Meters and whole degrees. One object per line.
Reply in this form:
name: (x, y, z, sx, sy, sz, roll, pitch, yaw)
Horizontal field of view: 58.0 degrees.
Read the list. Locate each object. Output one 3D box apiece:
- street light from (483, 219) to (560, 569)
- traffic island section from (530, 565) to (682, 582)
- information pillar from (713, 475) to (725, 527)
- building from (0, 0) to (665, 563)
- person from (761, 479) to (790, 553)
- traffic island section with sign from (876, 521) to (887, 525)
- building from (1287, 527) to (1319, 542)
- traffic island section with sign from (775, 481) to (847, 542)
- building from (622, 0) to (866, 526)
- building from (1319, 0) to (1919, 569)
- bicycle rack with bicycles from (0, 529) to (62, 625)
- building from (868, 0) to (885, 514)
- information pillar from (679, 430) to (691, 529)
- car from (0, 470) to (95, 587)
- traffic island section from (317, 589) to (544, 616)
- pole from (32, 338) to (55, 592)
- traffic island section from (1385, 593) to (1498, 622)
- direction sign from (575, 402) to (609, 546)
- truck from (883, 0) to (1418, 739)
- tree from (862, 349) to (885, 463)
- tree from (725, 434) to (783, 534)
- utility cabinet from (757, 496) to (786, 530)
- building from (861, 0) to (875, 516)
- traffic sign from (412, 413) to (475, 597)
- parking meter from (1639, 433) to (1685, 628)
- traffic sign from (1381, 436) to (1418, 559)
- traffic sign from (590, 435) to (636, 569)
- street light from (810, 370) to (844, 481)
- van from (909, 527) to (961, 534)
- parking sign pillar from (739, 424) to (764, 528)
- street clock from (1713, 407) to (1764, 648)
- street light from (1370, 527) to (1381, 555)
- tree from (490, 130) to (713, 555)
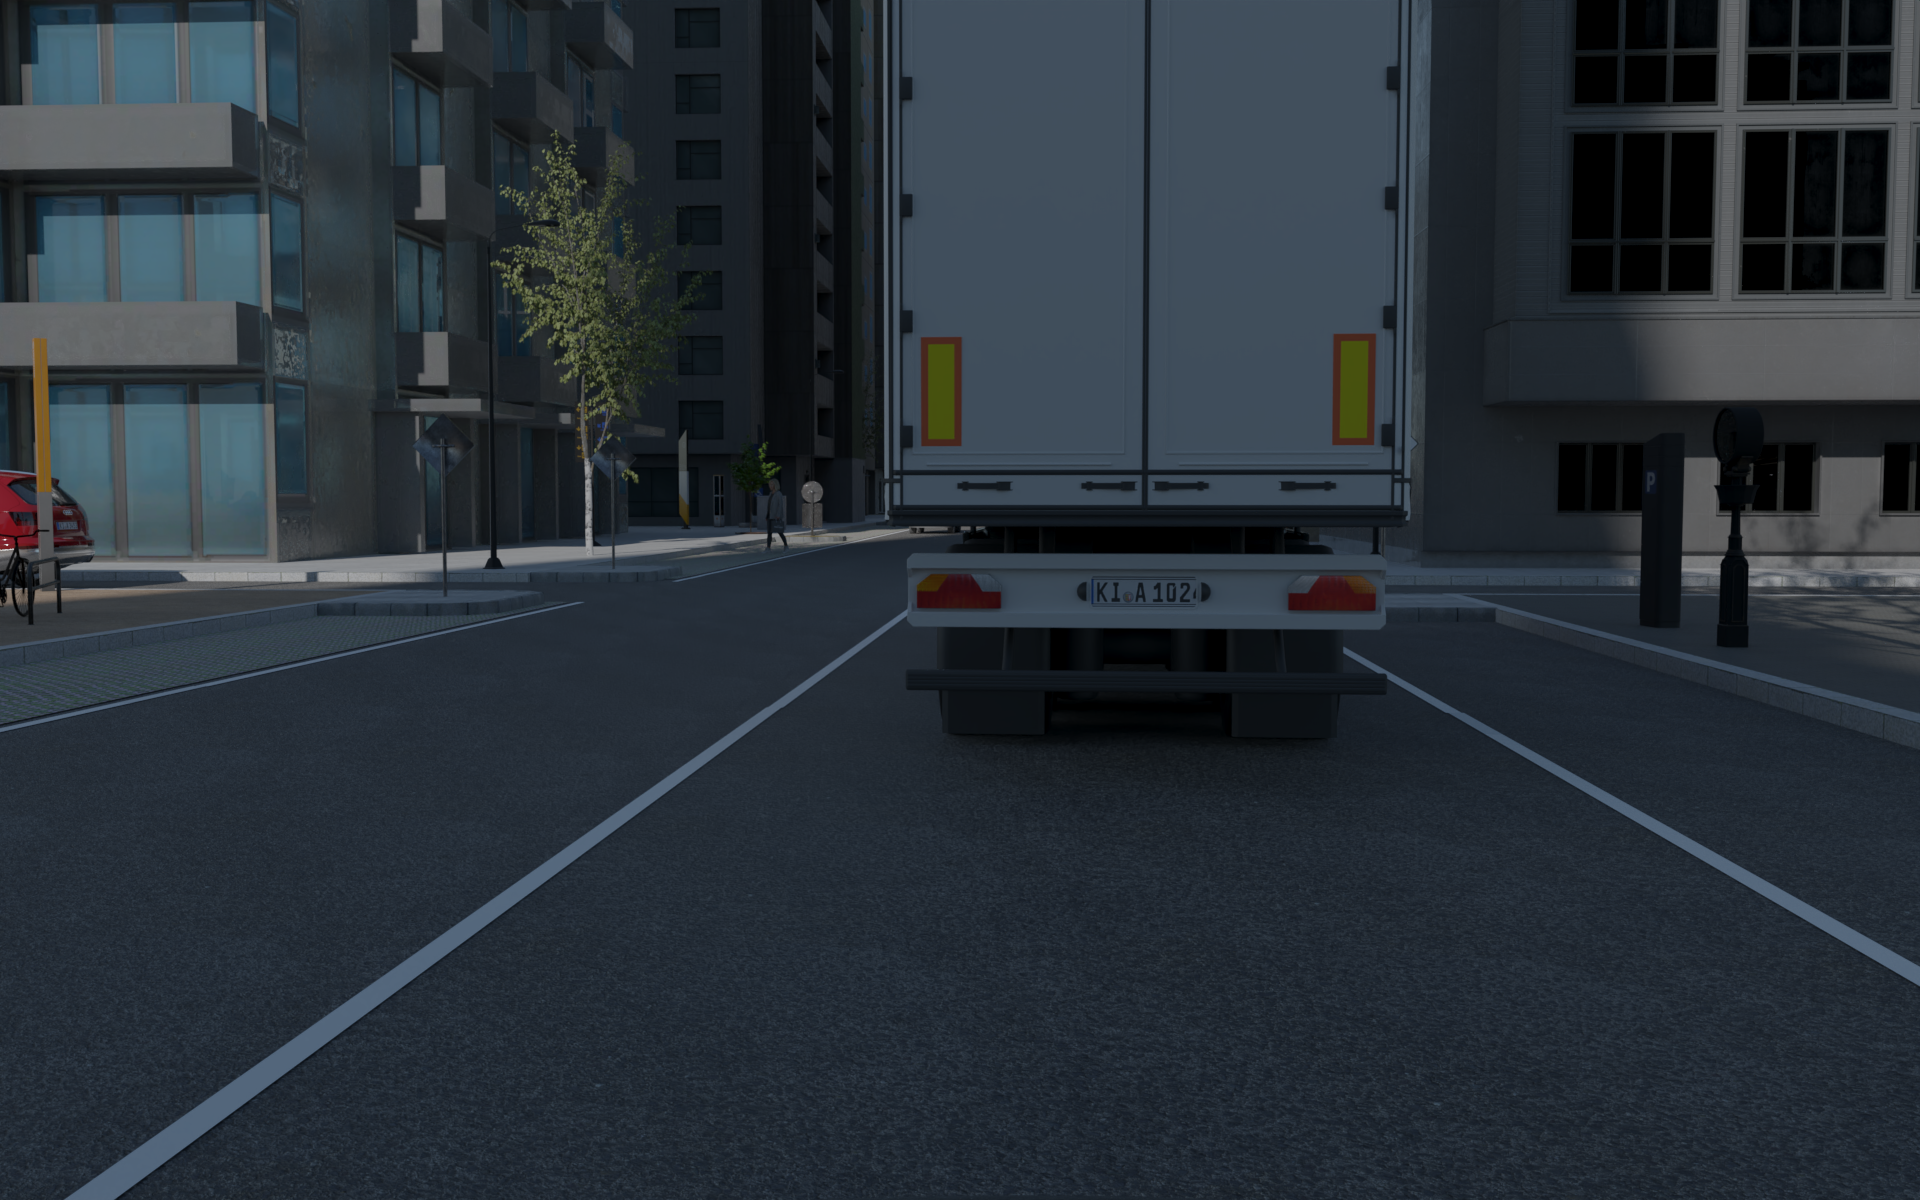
street light: (-7.450, -3.482, 29.466, 1.470, 5.913, 1.316, 0, 4, 4)
traffic island section: (-5.943, -0.449, 29.614, 2.009, 0.180, 2.903, 0, 4, 4)
information pillar: (-9.262, -3.796, 66.561, 0.304, 2.012, 0.304, 2, 4, 25)
building: (-21.411, -25.958, 44.027, 23.786, 49.044, 30.456, 0, 4, 4)
person: (-4.387, -2.010, 41.550, 0.728, 1.800, 0.709, -3, 4, -36)
traffic island section with sign: (-2.769, -4.327, 79.374, 1.989, 1.847, 2.006, 0, 4, 4)
building: (19.712, -15.753, 62.081, 19.350, 26.468, 34.151, 0, 4, 4)
traffic island section with sign: (-4.483, -2.682, 52.473, 1.989, 1.847, 2.006, 0, 4, 4)
building: (-11.906, -18.506, 74.275, 14.160, 30.474, 14.107, 0, 4, 4)
building: (23.227, -13.129, 33.731, 30.058, 24.678, 14.314, 0, 4, 4)
bicycle rack with bicycles: (-10.306, -0.240, 17.300, 2.852, 0.926, 2.925, -1, 4, -18)
building: (-10.486, -26.188, 111.771, 14.154, 41.232, 14.086, 0, 4, 4)
information pillar: (-10.050, -4.387, 63.082, 0.504, 3.616, 0.183, 3, 5, 45)
car: (-15.744, -1.043, 25.721, 5.304, 1.827, 2.281, 0, 4, 2)
traffic island section: (-6.453, 0.039, 21.645, 2.009, 0.180, 2.903, 0, 4, 4)
pole: (-12.050, -1.769, 22.772, 0.158, 3.312, 0.155, 0, 3, 0)
traffic island section: (5.115, 0.084, 20.903, 2.009, 0.180, 2.903, 0, 4, 4)
direction sign: (-9.057, -3.101, 42.699, 0.876, 3.537, 0.379, -2, 4, -35)
truck: (1.349, -1.504, 13.510, 2.839, 4.237, 11.283, 0, 4, 5)
tree: (-5.113, -8.284, 85.800, 4.360, 8.622, 3.978, 0, 3, 0)
tree: (-6.826, -3.735, 55.661, 1.663, 3.219, 1.824, 0, 3, 0)
utility cabinet: (-6.759, -3.118, 62.136, 1.020, 1.237, 0.306, 0, 4, 0)
building: (-12.444, -27.272, 96.013, 14.600, 45.320, 14.200, 0, 4, 4)
traffic sign: (-6.429, -1.097, 21.582, 0.795, 2.450, 0.064, 0, 4, 4)
parking meter: (6.778, -0.674, 16.733, 0.255, 1.863, 0.399, 0, 4, -5)
traffic sign: (5.091, -1.051, 20.827, 0.795, 2.450, 0.064, 0, 4, 4)
traffic sign: (-5.919, -1.585, 29.551, 0.795, 2.450, 0.064, 0, 4, 4)
street light: (-5.054, -5.657, 65.034, 1.470, 5.913, 1.316, 0, 4, 4)
van: (-0.899, -3.481, 63.924, 2.013, 2.044, 4.112, 0, 4, 5)
parking sign pillar: (-7.774, -4.766, 66.400, 1.447, 3.967, 1.447, -1, 4, -10)
street clock: (6.495, -0.608, 14.505, 0.358, 2.002, 0.471, 0, 3, 0)
street light: (7.290, -3.668, 32.511, 1.470, 5.913, 1.316, 0, 4, 4)
tree: (-7.515, -5.237, 35.985, 4.737, 8.622, 4.395, 0, 3, 0)
